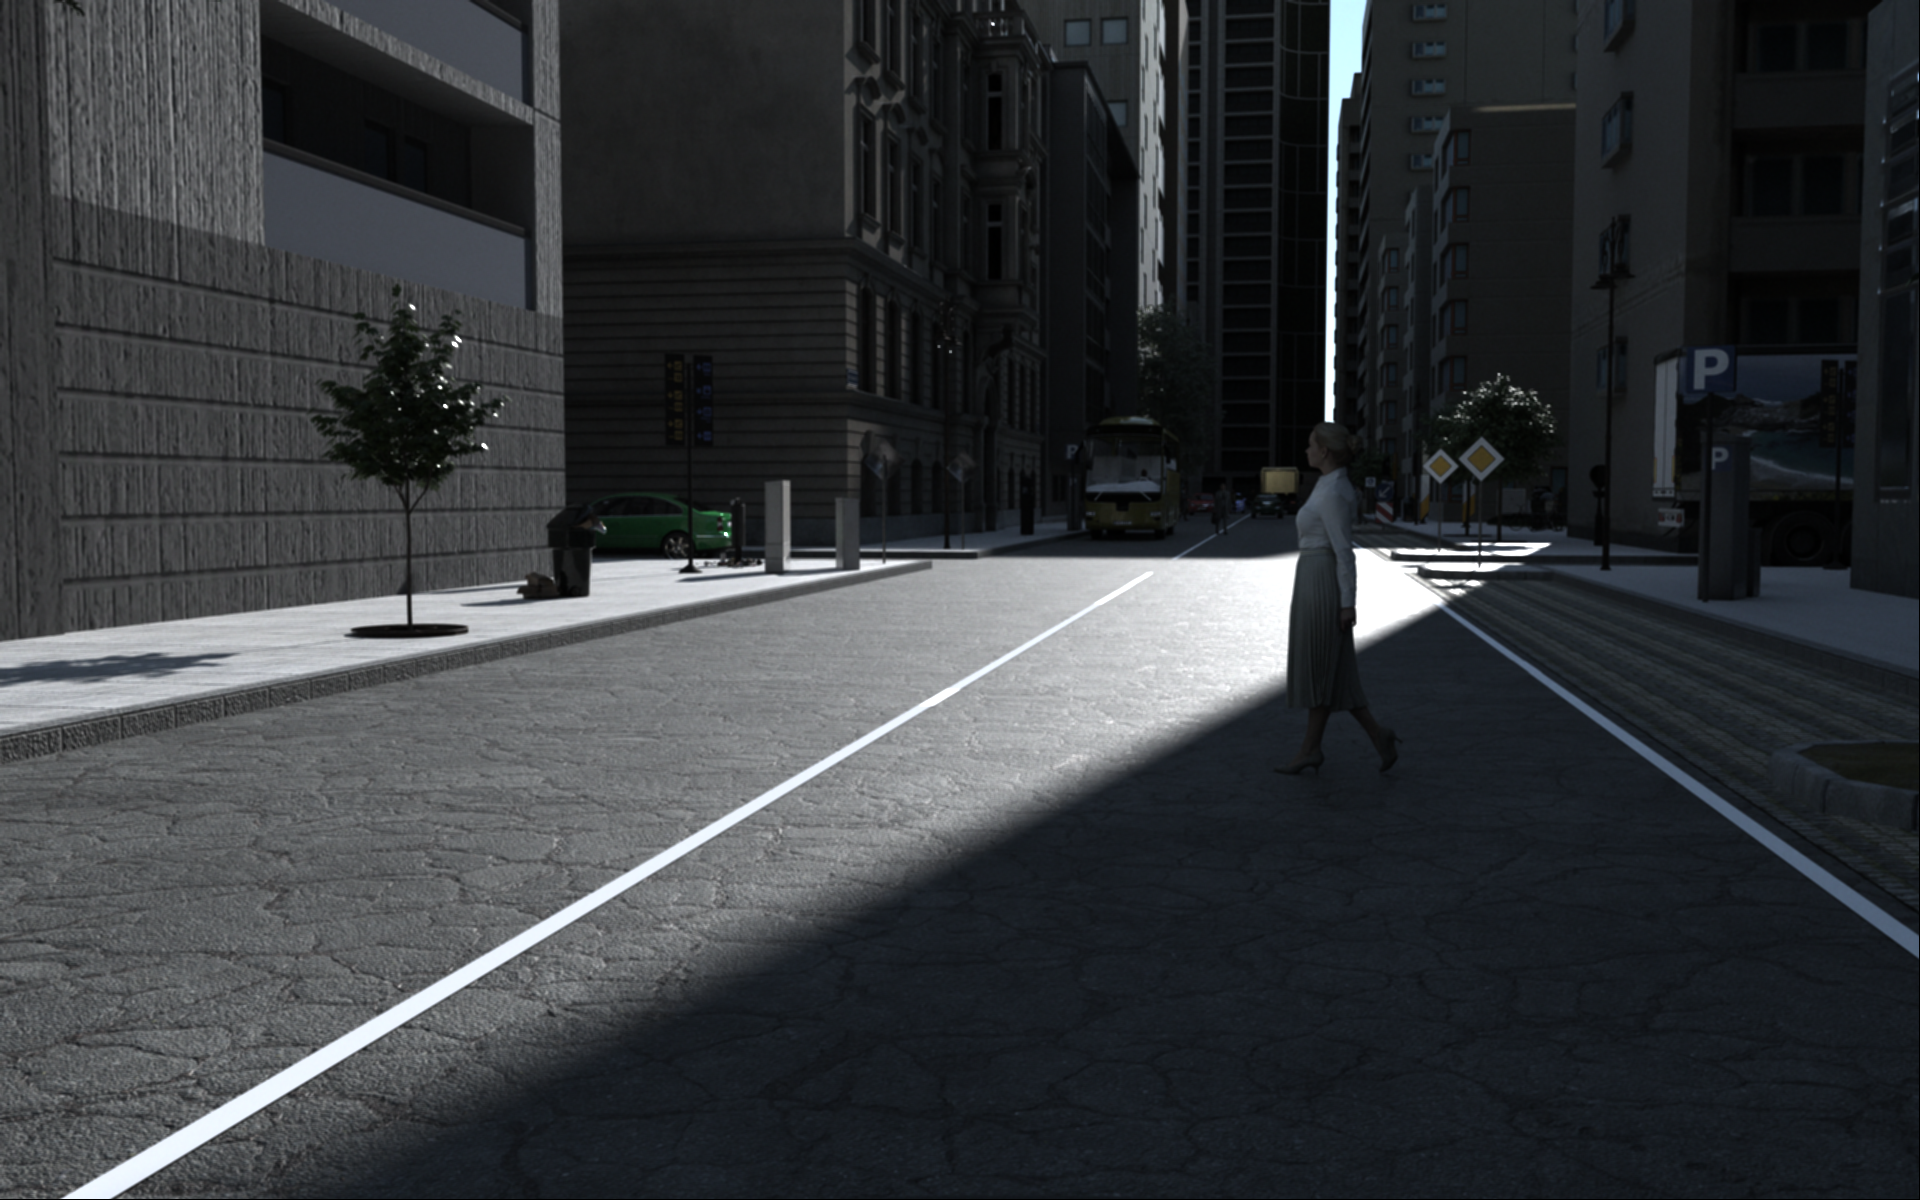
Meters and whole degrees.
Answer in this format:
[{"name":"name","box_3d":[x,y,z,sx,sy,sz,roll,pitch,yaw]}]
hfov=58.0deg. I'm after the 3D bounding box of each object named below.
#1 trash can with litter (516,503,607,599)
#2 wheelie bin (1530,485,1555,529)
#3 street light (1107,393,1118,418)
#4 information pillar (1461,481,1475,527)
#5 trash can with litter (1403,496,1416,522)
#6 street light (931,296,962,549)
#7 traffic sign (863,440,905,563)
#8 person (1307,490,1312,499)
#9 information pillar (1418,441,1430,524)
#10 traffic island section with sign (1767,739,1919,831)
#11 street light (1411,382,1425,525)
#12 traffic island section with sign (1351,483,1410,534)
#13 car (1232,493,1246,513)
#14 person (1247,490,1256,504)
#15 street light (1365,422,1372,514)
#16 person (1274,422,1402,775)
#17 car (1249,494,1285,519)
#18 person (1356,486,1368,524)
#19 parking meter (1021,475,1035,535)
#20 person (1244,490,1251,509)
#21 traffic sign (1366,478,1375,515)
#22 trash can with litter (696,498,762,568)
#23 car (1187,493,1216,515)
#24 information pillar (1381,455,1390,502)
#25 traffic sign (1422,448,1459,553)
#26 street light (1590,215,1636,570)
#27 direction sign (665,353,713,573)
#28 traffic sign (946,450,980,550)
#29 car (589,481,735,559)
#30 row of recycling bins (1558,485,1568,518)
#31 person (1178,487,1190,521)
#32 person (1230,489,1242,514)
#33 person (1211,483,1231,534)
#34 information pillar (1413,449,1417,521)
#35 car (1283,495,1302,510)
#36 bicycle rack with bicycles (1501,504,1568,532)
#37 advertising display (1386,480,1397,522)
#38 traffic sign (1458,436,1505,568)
[{"name":"trash can with litter","box_3d":[-4.945,-0.617,21.475,0.624,1.170,1.055,2,4,32]},{"name":"wheelie bin","box_3d":[21.131,-3.358,62.810,0.693,1.594,0.980,-3,4,-37]},{"name":"street light","box_3d":[7.021,-6.529,79.533,0.468,5.910,1.993,1,4,11]},{"name":"information pillar","box_3d":[19.619,-4.613,66.781,0.504,3.616,0.183,-1,4,-10]},{"name":"trash can with litter","box_3d":[20.617,-4.154,79.305,0.624,1.170,1.055,1,4,9]},{"name":"street light","box_3d":[-0.305,-4.140,40.470,0.468,5.910,1.993,1,4,11]},{"name":"traffic sign","box_3d":[-1.399,-1.732,31.956,0.795,2.450,0.064,1,4,11]},{"name":"person","box_3d":[34.754,-9.999,171.989,0.705,1.823,1.348,-1,4,-10]},{"name":"information pillar","box_3d":[19.930,-5.071,74.270,0.504,3.616,0.183,-2,4,-32]},{"name":"traffic island section with sign","box_3d":[4.910,0.042,7.948,1.989,1.847,2.006,1,4,11]},{"name":"street light","box_3d":[18.942,-6.052,71.736,0.468,5.910,1.993,1,4,11]},{"name":"traffic island section with sign","box_3d":[15.053,-3.270,62.090,1.989,1.847,2.006,1,4,11]},{"name":"car","box_3d":[20.349,-7.301,128.965,1.945,1.707,3.694,1,4,10]},{"name":"person","box_3d":[25.260,-8.602,149.282,1.348,1.807,0.705,-2,4,-29]},{"name":"street light","box_3d":[26.040,-8.414,110.364,0.468,5.910,1.993,1,4,11]},{"name":"person","box_3d":[1.937,-0.006,8.823,0.641,1.798,0.478,2,4,25]},{"name":"car","box_3d":[18.130,-5.533,102.270,2.131,1.459,4.920,1,4,9]},{"name":"person","box_3d":[18.805,-4.463,81.594,0.853,1.813,0.709,0,4,-8]},{"name":"parking meter","box_3d":[2.117,-2.972,54.296,0.399,1.863,0.255,2,4,35]},{"name":"person","box_3d":[27.518,-9.521,164.304,1.348,1.807,0.705,2,4,30]},{"name":"traffic sign","box_3d":[24.962,-6.312,105.334,0.606,2.300,0.079,1,4,18]},{"name":"trash can with litter","box_3d":[-4.123,-1.222,31.045,1.678,1.210,2.233,0,4,-1]},{"name":"car","box_3d":[16.487,-6.627,117.396,2.155,1.783,4.494,1,4,10]},{"name":"information pillar","box_3d":[25.211,-6.799,102.524,0.504,3.616,0.183,-1,4,-12]},{"name":"traffic sign","box_3d":[10.482,-2.092,37.840,0.795,2.450,0.064,1,4,11]},{"name":"street light","box_3d":[10.886,-3.440,29.029,0.468,5.910,1.993,1,4,11]},{"name":"direction sign","box_3d":[-4.398,-2.213,28.183,0.876,3.537,0.379,-3,5,-40]},{"name":"traffic sign","box_3d":[0.073,-2.212,39.805,0.795,2.450,0.064,1,4,11]},{"name":"car","box_3d":[-6.930,-1.672,36.140,4.718,1.807,1.959,1,4,9]},{"name":"row of recycling bins","box_3d":[26.191,-4.096,74.085,1.069,1.692,3.534,1,4,16]},{"name":"person","box_3d":[11.794,-5.087,91.637,0.822,1.834,0.622,-1,4,-15]},{"name":"person","box_3d":[19.603,-7.081,124.376,1.348,1.812,0.705,1,4,18]},{"name":"person","box_3d":[9.299,-3.236,61.517,0.694,1.812,0.767,0,4,-2]},{"name":"information pillar","box_3d":[21.349,-5.494,81.174,0.183,3.616,0.504,2,4,32]},{"name":"car","box_3d":[29.805,-8.799,155.861,2.014,1.417,4.499,1,4,11]},{"name":"bicycle rack with bicycles","box_3d":[20.291,-2.865,60.226,2.925,0.926,2.852,-1,4,-18]},{"name":"advertising display","box_3d":[19.966,-4.583,80.152,0.123,1.923,0.974,0,4,-7]},{"name":"traffic sign","box_3d":[9.011,-1.612,29.991,0.795,2.450,0.064,1,4,11]}]
